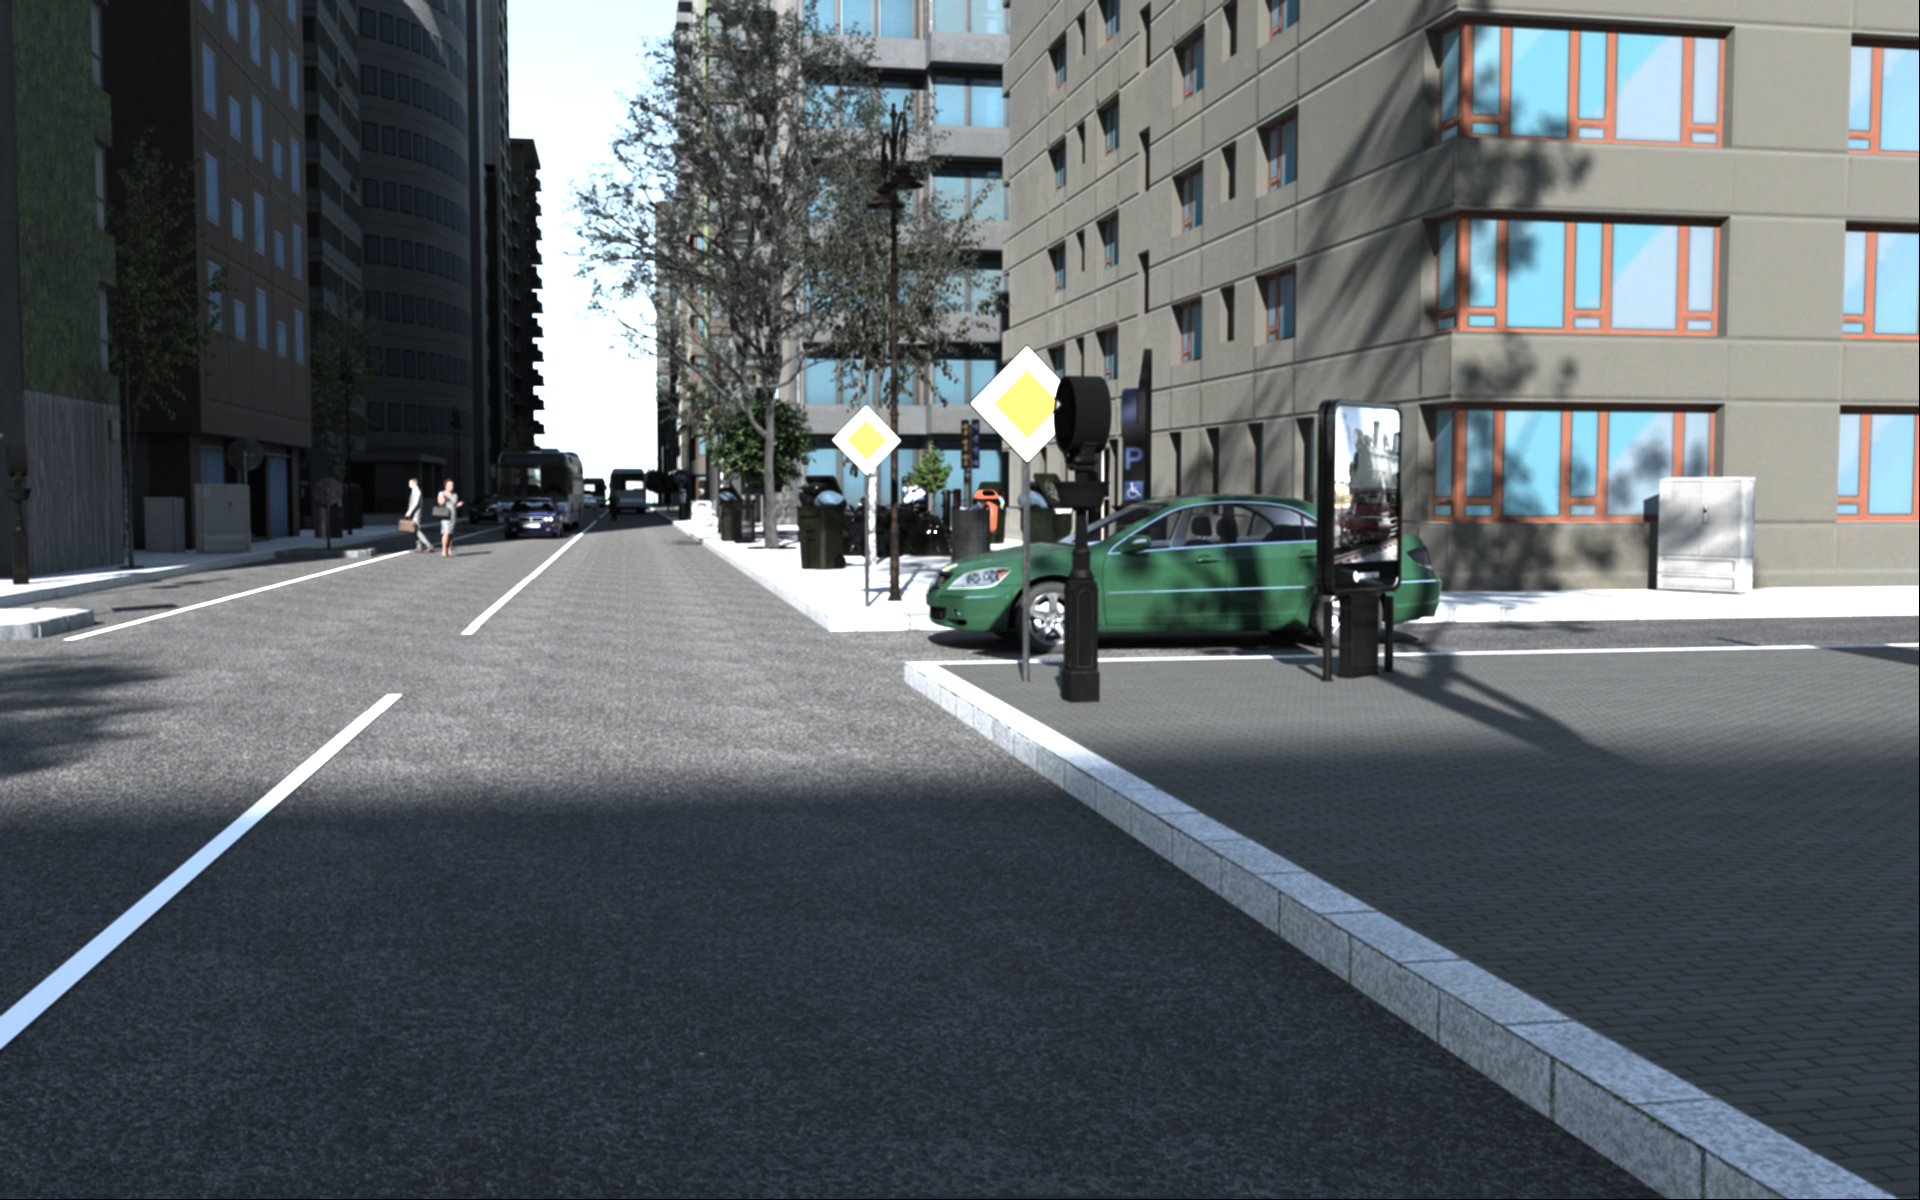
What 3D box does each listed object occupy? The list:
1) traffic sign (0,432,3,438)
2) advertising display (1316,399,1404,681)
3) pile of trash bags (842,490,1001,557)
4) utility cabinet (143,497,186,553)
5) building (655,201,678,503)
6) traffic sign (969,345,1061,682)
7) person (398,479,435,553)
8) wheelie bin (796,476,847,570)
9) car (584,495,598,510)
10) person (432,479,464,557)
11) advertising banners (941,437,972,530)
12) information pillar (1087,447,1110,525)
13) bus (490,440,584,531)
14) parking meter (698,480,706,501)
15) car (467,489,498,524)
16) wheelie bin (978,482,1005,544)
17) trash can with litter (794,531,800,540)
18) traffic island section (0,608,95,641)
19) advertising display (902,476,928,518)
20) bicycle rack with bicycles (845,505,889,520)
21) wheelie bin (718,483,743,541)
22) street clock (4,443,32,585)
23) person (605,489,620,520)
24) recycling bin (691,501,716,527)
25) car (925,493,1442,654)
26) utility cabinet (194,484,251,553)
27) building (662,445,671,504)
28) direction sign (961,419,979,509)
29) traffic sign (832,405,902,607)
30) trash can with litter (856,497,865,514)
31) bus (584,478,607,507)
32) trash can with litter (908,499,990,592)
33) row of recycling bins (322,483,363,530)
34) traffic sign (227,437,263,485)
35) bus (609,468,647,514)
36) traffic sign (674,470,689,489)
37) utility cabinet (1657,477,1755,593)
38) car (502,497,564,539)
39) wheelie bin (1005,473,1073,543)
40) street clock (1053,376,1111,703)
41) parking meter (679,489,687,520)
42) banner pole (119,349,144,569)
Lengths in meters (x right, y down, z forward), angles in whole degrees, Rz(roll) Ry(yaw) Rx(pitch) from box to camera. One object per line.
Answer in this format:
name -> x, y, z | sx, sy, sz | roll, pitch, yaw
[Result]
traffic sign -> -10.288, -0.870, 17.868 | 0.795, 2.450, 0.064 | -1, 4, -11
advertising display -> 2.808, -0.424, 12.146 | 0.123, 1.923, 0.974 | 3, 5, 43
pile of trash bags -> -0.765, -1.628, 36.363 | 3.447, 1.369, 1.912 | -1, 4, -22
utility cabinet -> -17.422, -1.639, 37.953 | 1.020, 1.237, 0.306 | 2, 4, 30
building -> -35.784, -34.305, 244.478 | 14.154, 41.232, 14.086 | -1, 4, -11
traffic sign -> 0.448, -0.497, 11.771 | 0.795, 2.450, 0.064 | -1, 4, -11
person -> -13.297, -2.060, 42.305 | 0.853, 1.813, 0.709 | -1, 4, -19
wheelie bin -> -2.360, -1.326, 29.587 | 0.980, 1.594, 0.693 | 3, 4, 36
car -> -33.234, -8.646, 153.716 | 2.083, 1.381, 4.827 | -1, 4, -12
person -> -11.656, -1.867, 39.391 | 0.532, 1.782, 0.716 | 3, 5, 40
advertising banners -> -0.100, -3.563, 54.446 | 0.090, 3.025, 2.074 | -2, 4, -27
information pillar -> 2.141, -1.372, 26.922 | 0.304, 2.012, 0.304 | 2, 4, 24
bus -> -16.768, -4.576, 69.684 | 2.948, 3.499, 13.247 | -1, 4, -9
parking meter -> -10.712, -4.057, 72.037 | 0.255, 1.863, 0.399 | 0, 4, 5
car -> -22.665, -4.501, 83.376 | 2.009, 1.686, 4.222 | -1, 4, -12
wheelie bin -> 0.786, -2.264, 44.927 | 0.980, 1.594, 0.693 | 2, 4, 30
trash can with litter -> -4.071, -2.239, 47.987 | 1.055, 1.170, 0.624 | 0, 4, -3
traffic island section -> -10.310, 0.266, 17.926 | 2.009, 0.180, 2.903 | -1, 4, -11
advertising display -> -1.658, -3.564, 63.481 | 0.974, 1.923, 0.123 | 1, 4, 22
bicycle rack with bicycles -> -3.152, -2.659, 56.862 | 2.925, 0.926, 2.852 | 3, 5, 43
wheelie bin -> -6.256, -2.405, 47.223 | 0.693, 1.594, 0.980 | -1, 4, -9
street clock -> -13.358, -1.224, 24.577 | 0.358, 2.002, 0.471 | -2, 4, -33
person -> -19.090, -5.253, 95.109 | 0.721, 1.736, 1.217 | 2, 4, 28
recycling bin -> -9.983, -3.356, 67.429 | 0.722, 1.027, 0.722 | -3, 4, -39
car -> 2.109, -0.293, 16.596 | 4.920, 1.459, 2.131 | -1, 4, -10
utility cabinet -> -15.984, -1.768, 37.580 | 0.318, 1.500, 1.173 | 2, 4, 30
building -> -26.973, -55.609, 221.871 | 22.319, 86.520, 31.000 | -1, 4, -11
direction sign -> 0.314, -3.724, 52.882 | 0.379, 3.537, 0.876 | -3, 4, -37
traffic sign -> -1.058, -0.977, 19.613 | 0.795, 2.450, 0.064 | -1, 4, -11
trash can with litter -> -3.274, -3.189, 63.534 | 0.624, 1.170, 1.055 | 2, 4, 35
bus -> -40.169, -11.926, 189.849 | 2.948, 3.499, 13.247 | -1, 4, -11
trash can with litter -> 0.514, -0.732, 23.021 | 2.233, 1.210, 1.678 | 1, 4, 9
row of recycling bins -> -22.656, -3.446, 63.451 | 1.069, 1.692, 3.534 | -1, 4, -8
traffic sign -> -16.105, -2.381, 39.040 | 0.768, 2.556, 0.104 | -1, 4, -11
bus -> -24.932, -8.272, 130.108 | 2.948, 3.499, 13.247 | -1, 4, -11
traffic sign -> -14.545, -5.522, 90.386 | 0.768, 2.556, 0.104 | -1, 4, -10
utility cabinet -> 9.702, -0.850, 22.572 | 0.318, 1.500, 1.173 | -2, 4, -34
car -> -13.933, -2.698, 56.689 | 1.945, 1.354, 3.894 | -1, 4, -11
wheelie bin -> 1.288, -1.130, 26.383 | 0.693, 1.594, 0.980 | 2, 4, 35
street clock -> 0.749, -0.375, 10.703 | 0.358, 2.002, 0.471 | -1, 4, -14
parking meter -> -13.535, -4.660, 84.596 | 0.372, 1.533, 0.369 | 0, 3, 0
banner pole -> -14.441, -2.452, 30.107 | 0.401, 3.779, 0.863 | -1, 4, -22
